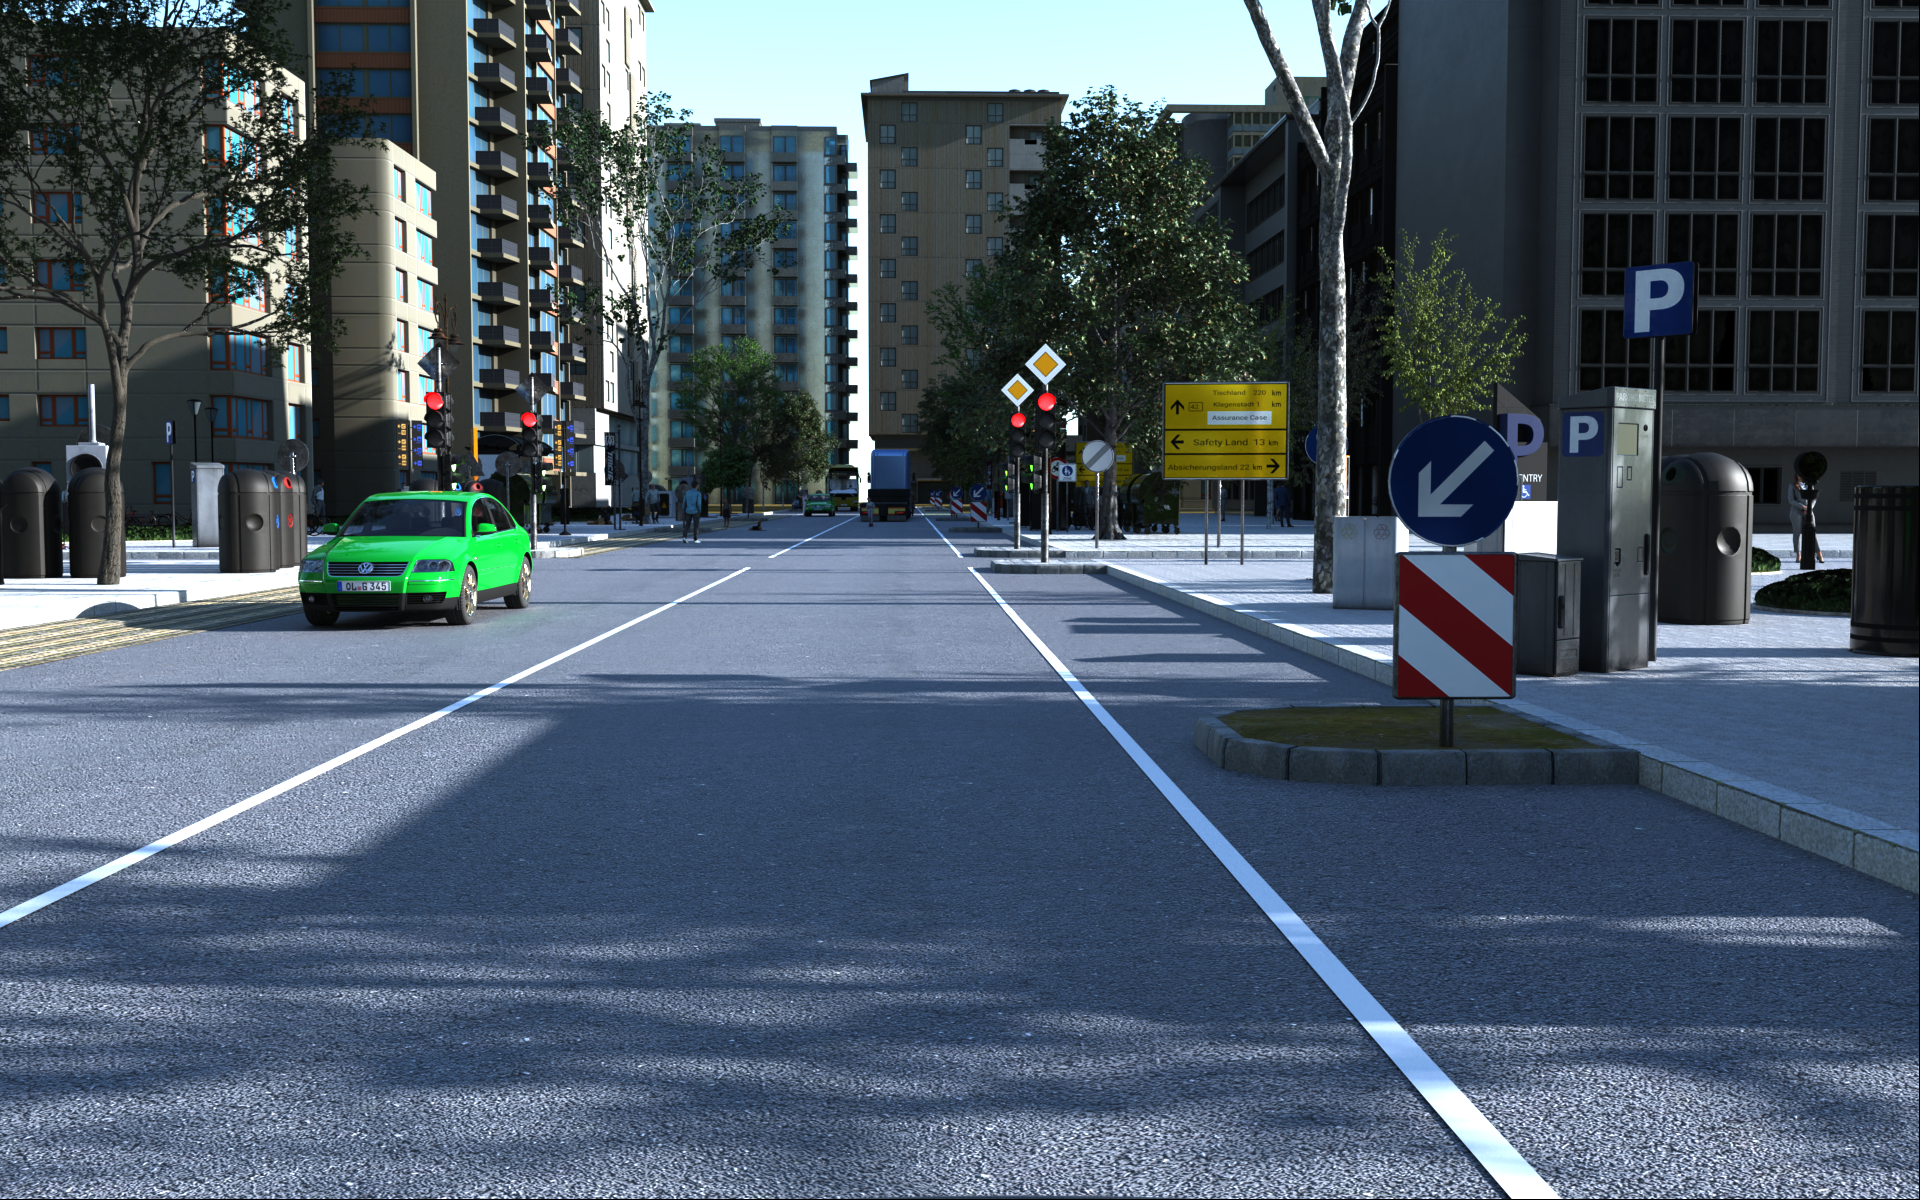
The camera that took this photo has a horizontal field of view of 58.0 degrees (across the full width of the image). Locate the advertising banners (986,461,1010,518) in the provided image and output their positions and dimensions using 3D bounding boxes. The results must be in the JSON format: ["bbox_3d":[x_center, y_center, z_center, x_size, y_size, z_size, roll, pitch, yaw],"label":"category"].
[{"bbox_3d":[2.003,-5.869,92.141,0.090,3.025,2.074,3,4,38],"label":"advertising banners"}]

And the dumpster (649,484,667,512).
[{"bbox_3d":[-18.120,-5.927,102.671,1.264,1.857,1.865,0,4,-2],"label":"dumpster"}]

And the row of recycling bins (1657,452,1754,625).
[{"bbox_3d":[7.575,-0.703,18.612,1.069,1.692,3.534,0,4,5],"label":"row of recycling bins"}]

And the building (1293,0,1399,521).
[{"bbox_3d":[23.032,-15.198,78.168,12.332,23.373,15.834,0,4,-2],"label":"building"}]

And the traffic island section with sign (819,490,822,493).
[{"bbox_3d":[-13.673,-9.794,168.752,1.989,1.847,2.006,0,4,-2],"label":"traffic island section with sign"}]

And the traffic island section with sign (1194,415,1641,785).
[{"bbox_3d":[2.348,-0.052,9.471,1.989,1.847,2.006,0,4,-2],"label":"traffic island section with sign"}]

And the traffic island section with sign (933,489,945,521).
[{"bbox_3d":[-0.305,-5.142,92.694,1.989,1.847,2.006,0,4,-2],"label":"traffic island section with sign"}]

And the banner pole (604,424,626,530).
[{"bbox_3d":[-12.335,-4.389,61.772,0.401,3.779,0.863,3,5,44],"label":"banner pole"}]

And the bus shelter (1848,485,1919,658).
[{"bbox_3d":[7.539,-1.972,9.873,2.179,5.291,8.768,0,4,-2],"label":"bus shelter"}]

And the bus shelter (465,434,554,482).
[{"bbox_3d":[-15.739,-4.108,61.087,2.014,3.302,5.546,0,4,-2],"label":"bus shelter"}]

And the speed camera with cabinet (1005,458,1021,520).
[{"bbox_3d":[2.827,-5.488,84.068,0.660,3.252,2.038,-1,4,-22],"label":"speed camera with cabinet"}]

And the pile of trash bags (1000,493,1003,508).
[{"bbox_3d":[3.531,-5.637,101.915,3.447,1.369,1.912,2,4,35],"label":"pile of trash bags"}]

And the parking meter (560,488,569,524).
[{"bbox_3d":[-16.774,-3.981,73.495,0.372,1.533,0.369,0,3,0],"label":"parking meter"}]

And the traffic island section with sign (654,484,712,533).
[{"bbox_3d":[-10.352,-3.447,64.993,1.989,1.847,2.006,0,4,-2],"label":"traffic island section with sign"}]

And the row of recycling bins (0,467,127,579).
[{"bbox_3d":[-14.663,-1.195,26.647,3.534,1.692,1.069,0,4,-2],"label":"row of recycling bins"}]

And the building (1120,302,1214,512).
[{"bbox_3d":[28.409,-18.010,139.508,27.650,21.520,28.899,0,4,-2],"label":"building"}]

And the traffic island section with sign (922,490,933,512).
[{"bbox_3d":[-1.895,-8.166,142.149,1.989,1.847,2.006,0,4,-2],"label":"traffic island section with sign"}]

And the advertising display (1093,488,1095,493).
[{"bbox_3d":[6.672,-4.920,85.653,0.974,1.923,0.123,1,4,16],"label":"advertising display"}]

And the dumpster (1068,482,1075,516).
[{"bbox_3d":[5.985,-5.723,96.057,1.502,2.255,1.985,0,4,-2],"label":"dumpster"}]

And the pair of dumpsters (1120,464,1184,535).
[{"bbox_3d":[6.284,-3.321,56.797,1.574,2.255,4.437,0,4,-2],"label":"pair of dumpsters"}]

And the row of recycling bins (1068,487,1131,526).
[{"bbox_3d":[5.415,-3.817,69.523,3.534,1.692,1.069,1,4,11],"label":"row of recycling bins"}]

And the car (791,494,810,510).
[{"bbox_3d":[-13.166,-8.195,145.992,2.014,1.417,4.499,0,4,0],"label":"car"}]

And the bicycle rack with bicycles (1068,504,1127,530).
[{"bbox_3d":[5.194,-2.969,61.922,2.852,0.926,2.925,-1,4,-15],"label":"bicycle rack with bicycles"}]

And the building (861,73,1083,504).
[{"bbox_3d":[1.246,-38.951,226.080,27.495,52.752,28.713,0,4,-2],"label":"building"}]

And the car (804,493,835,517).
[{"bbox_3d":[-8.981,-6.264,111.206,1.959,1.807,4.718,0,4,-1],"label":"car"}]

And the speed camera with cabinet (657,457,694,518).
[{"bbox_3d":[-15.152,-5.993,92.327,2.038,3.252,0.660,2,4,25],"label":"speed camera with cabinet"}]

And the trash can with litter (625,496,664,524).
[{"bbox_3d":[-13.743,-3.936,75.415,1.678,1.210,2.233,-1,4,-10],"label":"trash can with litter"}]

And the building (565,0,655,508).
[{"bbox_3d":[-43.992,-34.966,160.937,27.495,52.752,28.713,0,4,-2],"label":"building"}]

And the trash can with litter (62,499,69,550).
[{"bbox_3d":[-21.157,-1.803,40.545,2.233,1.210,1.678,-2,4,-32],"label":"trash can with litter"}]

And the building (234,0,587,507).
[{"bbox_3d":[-40.577,-29.030,129.272,22.147,44.769,28.867,0,4,-2],"label":"building"}]

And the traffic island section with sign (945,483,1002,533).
[{"bbox_3d":[0.558,-3.472,65.388,1.989,1.847,2.006,0,4,-2],"label":"traffic island section with sign"}]

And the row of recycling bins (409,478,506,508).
[{"bbox_3d":[-13.231,-2.353,45.581,1.069,1.692,3.534,1,4,20],"label":"row of recycling bins"}]

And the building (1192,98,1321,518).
[{"bbox_3d":[22.909,-17.246,101.040,14.314,24.678,30.058,0,4,-2],"label":"building"}]

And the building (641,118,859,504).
[{"bbox_3d":[-28.370,-36.933,223.470,30.456,49.044,23.786,0,4,-2],"label":"building"}]

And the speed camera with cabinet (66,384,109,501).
[{"bbox_3d":[-16.286,-2.241,30.971,2.038,3.252,0.660,-1,4,-12],"label":"speed camera with cabinet"}]

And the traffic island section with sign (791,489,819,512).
[{"bbox_3d":[-12.811,-8.146,141.811,1.989,1.847,2.006,0,4,-2],"label":"traffic island section with sign"}]

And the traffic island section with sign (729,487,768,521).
[{"bbox_3d":[-11.216,-5.101,92.028,1.989,1.847,2.006,0,4,-2],"label":"traffic island section with sign"}]

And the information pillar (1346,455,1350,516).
[{"bbox_3d":[7.225,-1.742,32.979,0.304,2.012,0.304,2,4,24],"label":"information pillar"}]

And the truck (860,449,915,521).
[{"bbox_3d":[-4.105,-6.659,98.632,2.967,4.110,18.799,0,4,-1],"label":"truck"}]

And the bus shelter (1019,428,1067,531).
[{"bbox_3d":[2.860,-4.429,63.695,1.731,3.624,6.357,0,4,-2],"label":"bus shelter"}]

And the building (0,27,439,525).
[{"bbox_3d":[-41.457,-14.276,78.457,27.650,21.520,28.899,0,4,-2],"label":"building"}]

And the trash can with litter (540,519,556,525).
[{"bbox_3d":[-17.063,-3.650,71.067,1.055,1.170,0.624,2,4,24],"label":"trash can with litter"}]

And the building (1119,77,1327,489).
[{"bbox_3d":[30.232,-28.978,165.666,32.217,40.220,23.993,0,4,-2],"label":"building"}]

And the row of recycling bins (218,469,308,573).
[{"bbox_3d":[-11.960,-1.380,29.682,1.069,1.692,3.534,-1,4,-10],"label":"row of recycling bins"}]

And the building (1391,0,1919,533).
[{"bbox_3d":[29.258,-16.389,61.473,24.014,27.812,14.314,0,4,-2],"label":"building"}]

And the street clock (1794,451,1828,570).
[{"bbox_3d":[14.384,-1.514,29.331,0.471,2.002,0.358,1,4,8],"label":"street clock"}]

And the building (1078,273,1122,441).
[{"bbox_3d":[22.567,-27.458,220.643,14.107,30.474,14.160,0,4,-2],"label":"building"}]

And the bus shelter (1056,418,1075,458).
[{"bbox_3d":[4.615,-6.796,88.754,2.179,5.291,8.768,0,4,-2],"label":"bus shelter"}]

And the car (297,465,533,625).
[{"bbox_3d":[-6.272,-0.704,20.311,1.959,1.807,4.718,0,4,-2],"label":"car"}]
